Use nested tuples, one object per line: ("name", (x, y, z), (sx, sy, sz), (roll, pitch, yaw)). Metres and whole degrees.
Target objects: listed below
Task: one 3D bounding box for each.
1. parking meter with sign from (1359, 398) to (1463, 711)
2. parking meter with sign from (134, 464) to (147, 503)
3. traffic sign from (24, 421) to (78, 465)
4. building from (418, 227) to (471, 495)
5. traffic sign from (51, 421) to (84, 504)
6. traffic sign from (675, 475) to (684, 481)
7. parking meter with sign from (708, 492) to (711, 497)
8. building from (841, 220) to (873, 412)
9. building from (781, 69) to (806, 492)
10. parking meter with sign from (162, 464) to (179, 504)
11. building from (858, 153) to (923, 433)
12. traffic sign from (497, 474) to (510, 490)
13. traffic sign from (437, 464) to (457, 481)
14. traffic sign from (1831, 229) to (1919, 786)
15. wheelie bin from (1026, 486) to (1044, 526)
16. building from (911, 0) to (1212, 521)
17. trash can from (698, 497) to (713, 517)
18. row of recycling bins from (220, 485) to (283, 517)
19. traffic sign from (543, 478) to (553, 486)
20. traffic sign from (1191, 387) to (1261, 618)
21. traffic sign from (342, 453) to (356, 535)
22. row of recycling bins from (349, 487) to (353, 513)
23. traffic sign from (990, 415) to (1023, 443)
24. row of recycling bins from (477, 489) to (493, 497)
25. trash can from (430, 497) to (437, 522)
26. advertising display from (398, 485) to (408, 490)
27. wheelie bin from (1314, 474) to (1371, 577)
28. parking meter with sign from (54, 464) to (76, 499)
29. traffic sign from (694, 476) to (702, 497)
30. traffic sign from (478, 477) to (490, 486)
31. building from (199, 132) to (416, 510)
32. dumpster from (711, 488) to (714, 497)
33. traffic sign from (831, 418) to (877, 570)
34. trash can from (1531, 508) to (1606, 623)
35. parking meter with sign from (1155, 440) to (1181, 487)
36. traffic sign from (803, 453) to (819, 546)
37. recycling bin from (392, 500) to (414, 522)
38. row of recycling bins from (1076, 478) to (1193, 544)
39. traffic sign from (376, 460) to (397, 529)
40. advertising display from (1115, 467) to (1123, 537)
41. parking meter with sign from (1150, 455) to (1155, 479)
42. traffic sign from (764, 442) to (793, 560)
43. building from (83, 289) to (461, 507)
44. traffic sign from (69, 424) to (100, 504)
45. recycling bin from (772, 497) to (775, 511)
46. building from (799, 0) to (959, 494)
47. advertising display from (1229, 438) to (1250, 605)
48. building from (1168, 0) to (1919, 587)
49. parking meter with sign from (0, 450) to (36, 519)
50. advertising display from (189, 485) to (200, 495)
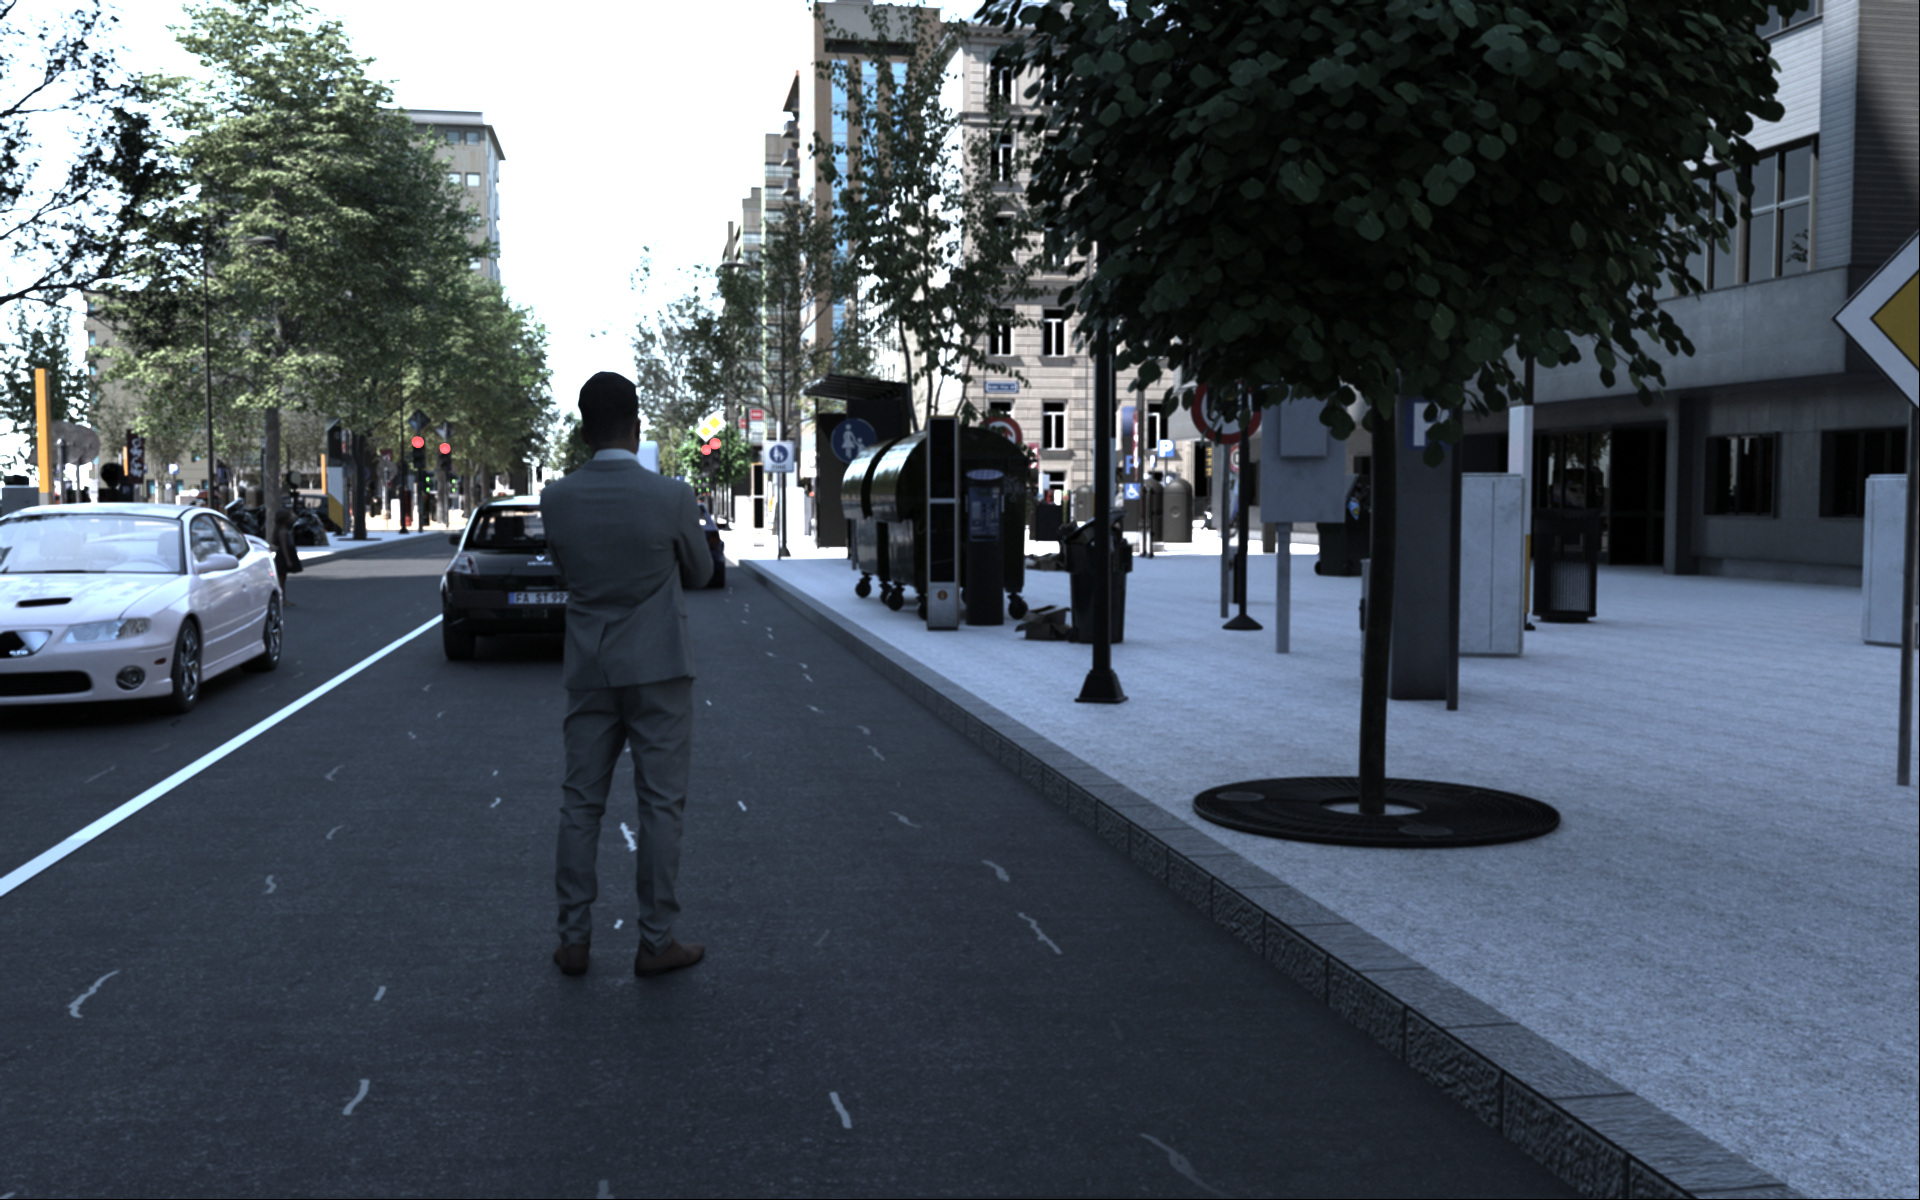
("parking meter with sign", (2.918, -0.903, 11.020), (0.543, 3.016, 1.738), (0, 4, 0))
("parking meter with sign", (-47.936, -6.372, 100.435), (1.738, 3.016, 0.543), (2, 4, 26))
("traffic sign", (-15.994, -1.865, 30.490), (0.884, 2.594, 0.081), (0, 4, -6))
("building", (-60.237, -25.258, 184.671), (14.160, 30.474, 14.107), (-1, 4, -10))
("traffic sign", (-15.574, -1.831, 30.037), (0.768, 2.556, 0.104), (0, 4, -3))
("traffic sign", (-19.122, -7.214, 118.052), (0.768, 2.556, 0.104), (-1, 4, -9))
("parking meter with sign", (-17.142, -7.381, 116.939), (1.738, 3.016, 0.543), (3, 5, 42))
("building", (-1.349, -18.822, 126.827), (14.460, 24.649, 34.723), (-1, 4, -10))
("building", (-6.900, -32.107, 179.578), (22.147, 44.769, 28.867), (-1, 4, -10))
("parking meter with sign", (-46.005, -6.395, 100.820), (0.543, 3.016, 1.738), (0, 4, -8))
("building", (0.278, -15.066, 101.084), (10.420, 20.320, 16.860), (-1, 4, -10))
("traffic sign", (-28.254, -6.555, 107.285), (0.768, 2.556, 0.104), (0, 4, -6))
("traffic sign", (-20.280, -4.183, 68.496), (0.768, 2.556, 0.104), (-1, 4, -9))
("traffic sign", (4.158, -0.390, 7.566), (0.795, 2.450, 0.064), (0, 4, -2))
("wheelie bin", (2.882, -3.777, 69.659), (0.980, 1.594, 0.693), (1, 4, 9))
("building", (10.913, -17.722, 87.022), (25.104, 27.353, 12.463), (-1, 4, -10))
("trash can", (-12.333, -4.424, 83.979), (0.748, 1.137, 0.748), (0, 3, 0))
("row of recycling bins", (-33.902, -4.610, 82.487), (3.534, 1.692, 1.069), (1, 4, 11))
("traffic sign", (-33.046, -8.495, 139.002), (0.768, 2.556, 0.104), (0, 4, -2))
("traffic sign", (2.750, -1.090, 17.922), (0.768, 2.556, 0.104), (0, 4, -2))
("traffic sign", (-19.047, -3.273, 53.618), (0.768, 2.556, 0.104), (0, 4, -3))
("row of recycling bins", (-36.606, -5.879, 103.230), (1.069, 1.692, 3.534), (-1, 4, -16))
("traffic sign", (0.615, -1.687, 27.681), (0.768, 2.556, 0.104), (0, 4, -7))
("row of recycling bins", (-35.963, -7.753, 133.867), (3.534, 1.692, 1.069), (-1, 4, -9))
("trash can", (-23.953, -4.142, 79.378), (0.748, 1.137, 0.748), (0, 3, 0))
("advertising display", (-40.759, -7.436, 126.789), (0.974, 1.923, 0.123), (2, 4, 31))
("wheelie bin", (6.000, -1.183, 27.246), (0.693, 1.594, 0.980), (-3, 4, -36))
("parking meter with sign", (-45.628, -5.636, 88.406), (0.543, 3.016, 1.738), (-3, 5, -43))
("traffic sign", (-12.949, -5.299, 86.748), (0.768, 2.556, 0.104), (0, 4, -8))
("traffic sign", (-34.110, -7.587, 124.149), (0.768, 2.556, 0.104), (-1, 4, -10))
("building", (-53.152, -22.660, 142.193), (14.160, 30.474, 14.107), (-1, 4, -10))
("dumpster", (-20.027, -8.322, 138.557), (1.502, 2.255, 1.985), (-1, 4, -10))
("traffic sign", (-1.788, -1.782, 29.243), (0.768, 2.556, 0.104), (0, 4, -4))
("trash can", (6.079, -0.351, 17.395), (0.748, 1.137, 0.748), (0, 3, 0))
("parking meter with sign", (6.920, -3.679, 56.416), (0.543, 3.016, 1.738), (1, 4, 21))
("traffic sign", (-3.570, -2.469, 42.498), (0.606, 2.300, 0.079), (0, 4, -3))
("recycling bin", (-25.510, -4.082, 79.291), (0.722, 1.027, 0.722), (2, 4, 32))
("row of recycling bins", (4.761, -2.386, 46.121), (1.069, 1.692, 3.534), (-3, 5, -41))
("traffic sign", (-21.280, -3.925, 64.283), (0.768, 2.556, 0.104), (0, 4, -2))
("advertising display", (3.935, -2.214, 41.410), (0.974, 1.923, 0.123), (-2, 4, -35))
("parking meter with sign", (9.498, -5.006, 78.110), (1.738, 3.016, 0.543), (-1, 4, -14))
("traffic sign", (-3.524, -1.929, 33.674), (0.606, 2.300, 0.079), (-1, 4, -10))
("building", (-62.778, -19.426, 162.656), (27.650, 21.520, 28.899), (-1, 4, -10))
("traffic sign", (-16.034, -1.920, 31.502), (0.768, 2.556, 0.104), (-1, 4, -9))
("recycling bin", (-13.971, -7.093, 128.519), (0.722, 1.027, 0.722), (0, 4, -4))
("building", (-6.958, -31.016, 157.214), (14.600, 45.320, 14.200), (-1, 4, -10))
("advertising display", (3.245, -0.927, 20.374), (0.123, 1.923, 0.974), (0, 4, -2))
("building", (15.405, -13.274, 36.098), (14.314, 24.678, 30.058), (-1, 4, -10))
("parking meter with sign", (-37.617, -4.445, 68.940), (1.738, 3.016, 0.543), (0, 4, 2))
("advertising display", (-53.778, -7.126, 121.722), (0.974, 1.923, 0.123), (2, 4, 29))
